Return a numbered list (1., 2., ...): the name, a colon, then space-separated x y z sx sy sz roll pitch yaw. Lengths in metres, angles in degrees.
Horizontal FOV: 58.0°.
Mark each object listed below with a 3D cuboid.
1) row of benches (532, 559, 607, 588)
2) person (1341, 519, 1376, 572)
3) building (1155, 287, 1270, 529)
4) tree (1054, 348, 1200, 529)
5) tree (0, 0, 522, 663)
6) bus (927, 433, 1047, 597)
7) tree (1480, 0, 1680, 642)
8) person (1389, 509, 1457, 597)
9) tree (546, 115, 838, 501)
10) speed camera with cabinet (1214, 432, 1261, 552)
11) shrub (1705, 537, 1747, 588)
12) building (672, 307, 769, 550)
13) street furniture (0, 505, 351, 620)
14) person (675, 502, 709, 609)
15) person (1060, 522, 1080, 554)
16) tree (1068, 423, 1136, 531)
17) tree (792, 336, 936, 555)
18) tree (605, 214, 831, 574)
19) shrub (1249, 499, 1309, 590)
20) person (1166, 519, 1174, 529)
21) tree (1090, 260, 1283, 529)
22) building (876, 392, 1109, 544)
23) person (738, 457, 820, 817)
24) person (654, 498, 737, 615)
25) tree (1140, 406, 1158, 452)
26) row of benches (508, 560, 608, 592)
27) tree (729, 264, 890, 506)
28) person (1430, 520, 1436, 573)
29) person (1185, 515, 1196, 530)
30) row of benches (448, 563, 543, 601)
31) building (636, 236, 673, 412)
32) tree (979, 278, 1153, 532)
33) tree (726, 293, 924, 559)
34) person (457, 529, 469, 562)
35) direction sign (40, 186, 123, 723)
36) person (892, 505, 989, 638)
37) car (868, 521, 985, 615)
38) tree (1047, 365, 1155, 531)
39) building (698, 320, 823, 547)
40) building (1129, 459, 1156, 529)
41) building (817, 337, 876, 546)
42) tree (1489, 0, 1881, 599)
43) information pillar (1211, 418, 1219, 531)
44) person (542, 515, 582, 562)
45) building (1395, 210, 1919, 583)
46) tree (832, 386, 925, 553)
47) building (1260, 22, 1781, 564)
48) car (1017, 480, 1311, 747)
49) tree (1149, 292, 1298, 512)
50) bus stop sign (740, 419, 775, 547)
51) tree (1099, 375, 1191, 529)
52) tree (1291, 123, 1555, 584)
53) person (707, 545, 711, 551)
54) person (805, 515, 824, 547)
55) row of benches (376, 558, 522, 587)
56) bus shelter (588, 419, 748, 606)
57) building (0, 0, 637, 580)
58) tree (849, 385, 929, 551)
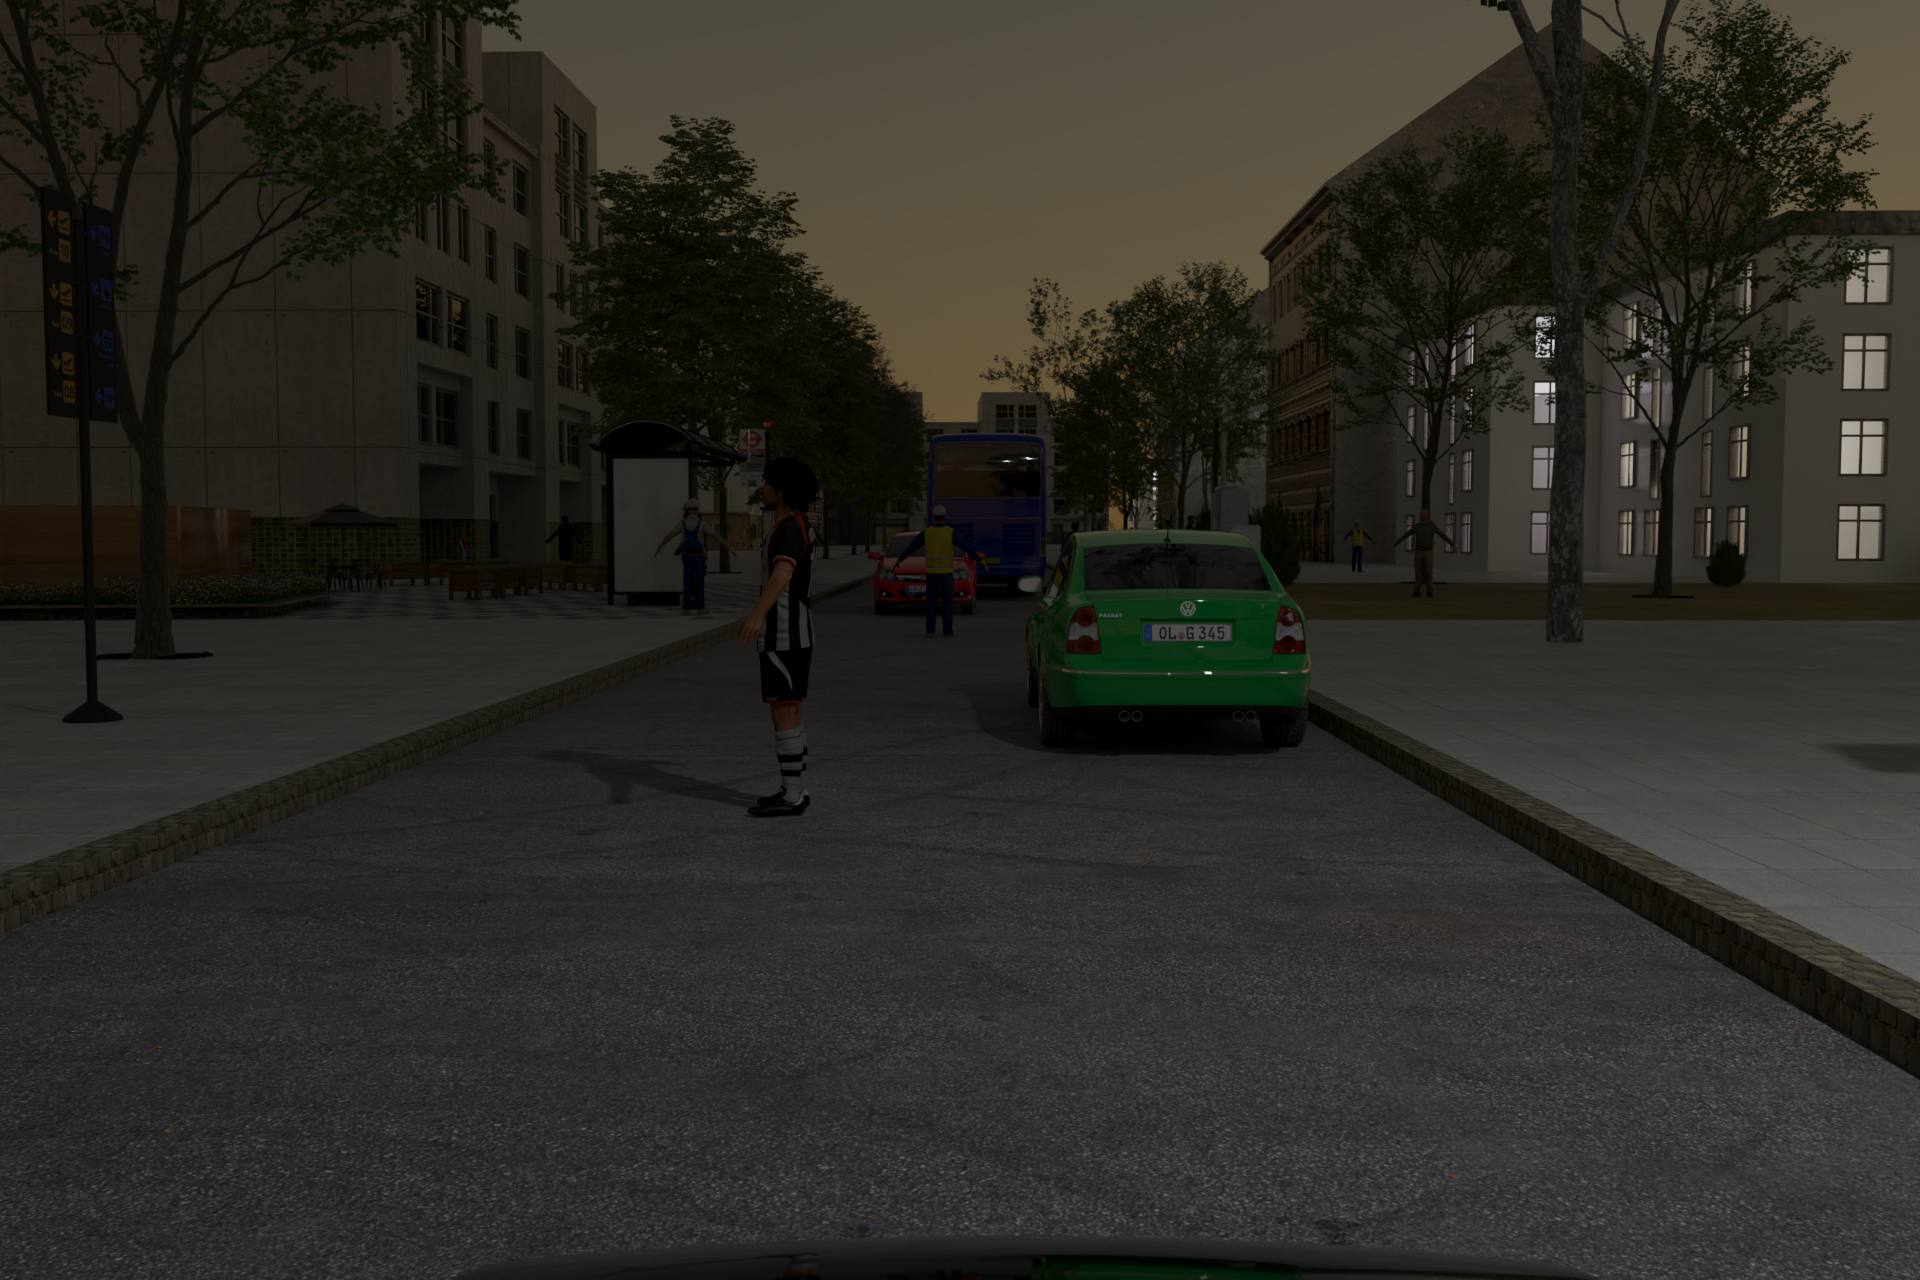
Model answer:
1. row of benches: -8.347 -1.630 42.108 4.104 0.672 1.422 -1 4 -12
2. person: 13.366 -3.160 58.133 1.216 1.772 0.721 -1 4 -11
3. building: 27.813 -19.885 156.051 19.493 23.208 18.063 0 4 1
4. tree: 9.168 -10.290 93.994 9.928 11.665 9.643 0 3 0
5. tree: -8.345 -5.604 17.385 9.928 11.665 9.643 0 3 0
6. bus: 0.551 -3.118 42.528 2.896 3.916 12.251 0 4 0
7. tree: 6.076 -9.987 19.179 12.611 20.169 13.585 0 3 0
8. person: 9.445 -1.774 35.278 1.348 1.796 0.705 2 4 25
9. tree: -7.220 -7.891 47.150 7.486 12.596 7.792 0 3 0
10. speed camera with cabinet: 5.280 -2.359 32.904 0.660 3.252 2.038 0 4 1
11. shrub: 18.413 -1.865 41.614 1.383 1.207 1.383 0 3 0
12. building: -22.245 -17.519 142.849 16.016 20.090 11.380 0 4 0
13. street furniture: -13.673 -1.283 27.838 11.010 1.723 9.812 -1 4 -10
14. person: -4.587 -1.457 29.586 0.705 1.858 1.354 -2 4 -24
15. person: 3.013 -2.143 44.213 1.216 1.740 0.721 3 5 44
16. tree: 8.327 -9.668 108.440 4.360 8.622 3.978 0 3 0
17. tree: -6.358 -11.896 104.874 12.009 13.543 11.850 0 3 0
18. tree: -7.819 -7.981 56.243 9.928 11.665 9.643 0 3 0
19. shrub: 6.951 -2.133 38.918 1.661 2.075 1.752 0 3 0
20. person: 6.629 -2.893 54.023 0.721 1.740 1.216 1 4 16
21. tree: 8.503 -8.557 65.663 9.928 11.665 9.643 0 3 0
22. building: 2.508 -21.607 222.190 31.486 18.905 16.747 0 4 -1
23. person: -0.919 -0.018 8.894 0.704 1.843 1.345 0 4 2
24. person: -4.237 -1.330 27.601 1.347 1.847 0.705 0 4 7
25. tree: 27.370 -22.526 224.184 12.611 20.169 13.585 0 3 0
26. row of benches: -9.035 -1.473 39.539 4.104 0.672 1.422 3 5 45
27. tree: -6.432 -9.499 73.435 7.486 12.596 7.792 0 3 0
28. person: 15.479 -3.052 56.696 0.721 1.733 1.217 1 4 14
29. person: 6.361 -2.528 47.554 0.704 1.802 1.346 0 4 7
30. row of benches: -9.442 -1.213 35.298 1.422 0.672 4.104 0 4 4
31. building: -25.896 -15.821 89.594 19.493 23.208 18.063 0 4 2
32. tree: 8.097 -16.715 129.172 12.611 20.169 13.585 0 3 0
33. tree: -6.666 -10.842 87.639 12.009 13.543 11.850 0 3 0
34. person: -14.622 -2.564 51.184 0.599 1.433 0.991 0 4 -8
35. direction sign: -5.965 -1.212 11.809 0.379 3.537 0.876 0 4 1
36. person: -0.281 -0.952 23.998 1.349 1.833 0.705 0 4 5
37. car: -0.605 -1.414 32.165 2.155 1.783 4.494 0 4 1
38. tree: 9.359 -12.111 116.134 7.486 12.596 7.792 0 3 0
39. building: -23.787 -20.785 170.763 19.493 23.208 18.063 0 4 2
40. building: 24.420 -15.332 192.822 9.099 9.664 28.070 0 4 1
41. building: -24.359 -21.559 196.463 27.936 21.610 32.646 0 4 0
42. tree: 14.239 -6.644 34.392 9.928 11.665 9.643 0 3 0
43. information pillar: 5.181 -2.686 35.278 0.183 3.616 0.504 0 4 1
44. person: -11.173 -2.610 48.863 0.705 1.806 1.347 3 5 40
45. building: 22.558 -7.156 59.144 9.099 9.664 28.070 0 4 1
46. tree: -6.141 -11.750 117.870 9.928 11.665 9.643 0 3 0
47. building: 25.592 -15.453 83.579 19.493 23.208 18.063 0 4 1
48. car: 1.427 -0.259 13.034 1.959 1.807 4.718 0 4 0
49. tree: 7.796 -6.271 52.900 4.737 8.622 4.395 0 3 0
50. bus stop sign: -4.676 -3.152 40.234 0.855 3.939 0.416 0 4 1
51. tree: 8.324 -7.952 80.373 4.737 8.622 4.395 0 3 0
52. tree: 12.106 -7.251 44.312 9.928 11.665 9.643 0 3 0
53. person: -6.208 -2.053 39.753 1.347 1.806 0.705 3 5 44
54. person: -4.302 -2.568 47.923 1.347 1.837 0.705 -2 4 -34
55. row of benches: -12.874 -1.749 44.062 1.422 0.672 4.104 3 4 38
56. bus shelter: -5.480 -2.411 33.340 2.014 3.302 5.546 0 4 1
57. building: -23.646 -12.086 64.070 16.747 18.905 31.486 0 4 2
58. tree: -5.294 -12.884 128.774 7.486 12.596 7.792 0 3 0
